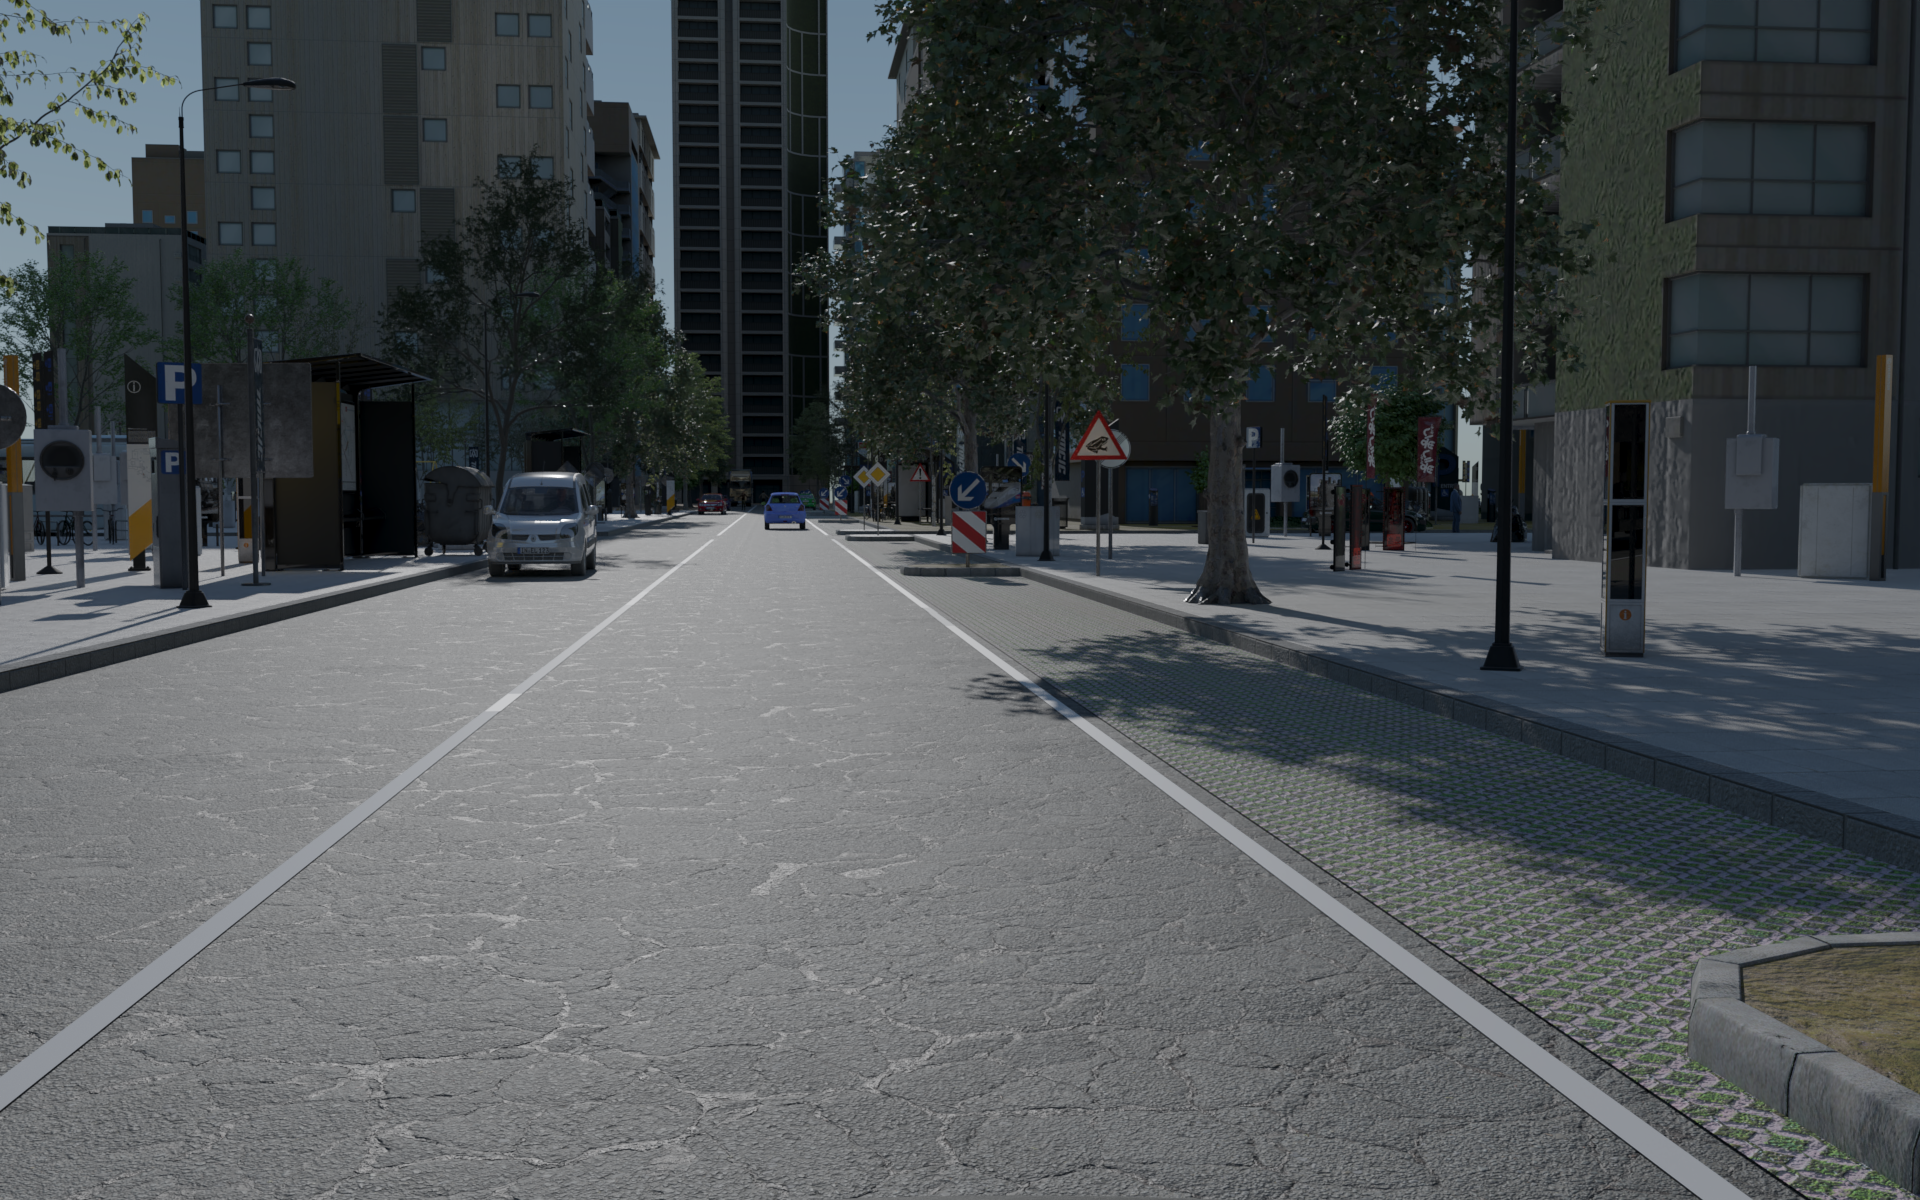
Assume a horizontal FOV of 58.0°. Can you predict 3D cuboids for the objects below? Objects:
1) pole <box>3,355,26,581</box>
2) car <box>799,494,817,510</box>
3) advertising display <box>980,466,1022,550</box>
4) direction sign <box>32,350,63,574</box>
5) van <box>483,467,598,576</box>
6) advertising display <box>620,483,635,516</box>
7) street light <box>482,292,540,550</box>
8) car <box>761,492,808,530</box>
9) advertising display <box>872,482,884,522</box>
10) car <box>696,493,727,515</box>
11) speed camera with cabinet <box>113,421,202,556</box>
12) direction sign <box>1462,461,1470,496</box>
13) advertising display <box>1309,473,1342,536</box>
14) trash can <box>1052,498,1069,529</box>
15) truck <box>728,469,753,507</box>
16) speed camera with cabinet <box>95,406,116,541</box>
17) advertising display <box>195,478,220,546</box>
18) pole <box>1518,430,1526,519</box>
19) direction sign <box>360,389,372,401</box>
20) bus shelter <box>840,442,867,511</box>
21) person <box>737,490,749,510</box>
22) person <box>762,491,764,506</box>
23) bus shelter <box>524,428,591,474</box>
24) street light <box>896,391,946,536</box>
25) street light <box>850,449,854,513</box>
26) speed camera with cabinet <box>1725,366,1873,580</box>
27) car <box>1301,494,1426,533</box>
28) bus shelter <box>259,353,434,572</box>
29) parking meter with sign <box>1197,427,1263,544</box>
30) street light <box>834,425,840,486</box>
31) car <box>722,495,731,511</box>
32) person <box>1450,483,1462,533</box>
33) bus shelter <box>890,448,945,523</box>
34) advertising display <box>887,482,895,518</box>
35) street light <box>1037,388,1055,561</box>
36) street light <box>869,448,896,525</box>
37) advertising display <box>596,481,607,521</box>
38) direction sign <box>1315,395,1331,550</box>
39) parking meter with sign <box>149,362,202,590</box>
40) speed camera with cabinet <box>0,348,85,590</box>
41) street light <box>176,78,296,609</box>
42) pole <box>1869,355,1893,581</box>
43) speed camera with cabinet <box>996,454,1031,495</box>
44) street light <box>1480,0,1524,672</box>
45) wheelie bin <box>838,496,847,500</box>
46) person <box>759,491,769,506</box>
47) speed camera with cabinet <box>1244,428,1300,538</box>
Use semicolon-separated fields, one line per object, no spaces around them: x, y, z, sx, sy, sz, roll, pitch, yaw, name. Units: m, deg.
-13.939;-1.938;25.529;0.158;3.312;0.155;0;3;0;pole
-13.585;-8.788;152.483;1.959;1.807;4.718;0;4;-5;car
0.947;-2.119;39.863;0.974;1.923;0.123;-1;4;-9;advertising display
-14.614;-2.183;27.693;0.876;3.537;0.379;3;5;44;direction sign
-7.567;-1.499;31.526;2.013;2.044;4.112;0;4;-8;van
-19.176;-5.790;99.876;0.123;1.923;0.974;3;5;45;advertising display
-10.353;-4.122;39.928;1.470;5.913;1.316;0;4;-6;street light
-7.204;-3.763;71.122;1.945;1.707;3.694;0;4;-7;car
-3.829;-4.617;80.704;0.123;1.923;0.974;2;4;26;advertising display
-17.289;-6.842;120.902;2.155;1.783;4.494;0;4;-4;car
-16.717;-2.560;36.199;2.038;3.252;0.660;2;4;33;speed camera with cabinet
34.193;-7.650;117.072;0.876;3.537;0.379;-3;5;-41;direction sign
11.058;-2.889;52.451;0.974;1.923;0.123;0;4;7;advertising display
3.678;-3.196;63.906;0.748;1.137;0.748;0;3;0;trash can
-25.093;-12.815;198.433;2.839;4.237;11.283;0;4;-6;truck
-19.092;-2.779;39.773;0.660;3.252;2.038;3;5;44;speed camera with cabinet
-18.618;-2.270;42.331;0.974;1.923;0.123;-3;4;-39;advertising display
17.669;-3.708;54.462;0.158;3.312;0.155;0;3;0;pole
-12.318;-2.678;35.777;0.379;3.537;0.876;-3;5;-43;direction sign
-7.900;-9.340;130.344;2.179;5.291;8.768;0;4;-6;bus shelter
-19.032;-8.736;151.851;1.217;1.766;0.721;2;4;24;person
-24.052;-12.453;212.066;0.705;1.831;1.348;-1;4;-15;person
-14.878;-4.466;64.296;1.731;3.624;6.357;0;4;-6;bus shelter
-1.116;-4.952;53.508;1.470;5.913;1.316;0;4;-6;street light
-5.297;-7.378;93.179;1.470;5.913;1.316;0;4;-6;street light
12.913;-1.973;26.596;2.038;3.252;0.660;2;4;34;speed camera with cabinet
13.782;-3.023;59.217;4.222;1.686;2.009;0;4;-5;car
-11.120;-2.478;31.797;1.731;3.624;6.357;0;4;-6;bus shelter
6.939;-2.960;44.650;1.738;3.016;0.543;-2;4;-31;parking meter with sign
-7.680;-8.689;114.611;1.470;5.913;1.316;0;4;-6;street light
-20.728;-8.390;149.750;1.945;1.354;3.894;0;4;-6;car
16.814;-3.058;58.672;0.419;1.800;0.721;0;4;1;person
-1.950;-5.156;78.231;2.014;3.302;5.546;0;4;-6;bus shelter
-3.611;-5.357;92.796;0.123;1.923;0.974;2;4;35;advertising display
1.120;-3.699;33.019;1.470;5.913;1.316;0;4;-6;street light
-3.169;-6.125;72.678;1.470;5.913;1.316;0;4;-6;street light
-17.168;-4.739;82.696;0.123;1.923;0.974;-3;5;-43;advertising display
8.387;-2.930;39.899;0.379;3.537;0.876;1;4;17;direction sign
-10.796;-1.680;23.734;0.543;3.016;1.738;-2;4;-33;parking meter with sign
-12.766;-1.765;23.186;2.038;3.252;0.660;-1;4;-23;speed camera with cabinet
-8.113;-2.868;19.439;1.470;5.913;1.316;0;4;-6;street light
13.549;-1.935;25.473;0.158;3.312;0.155;0;3;0;pole
2.475;-5.614;86.129;2.038;3.252;0.660;-1;4;-13;speed camera with cabinet
3.428;-2.441;12.452;1.470;5.913;1.316;0;4;-6;street light
-8.453;-7.136;124.582;0.693;1.594;0.980;-1;4;-9;wheelie bin
-23.376;-12.089;206.171;1.348;1.823;0.705;1;4;22;person
9.125;-3.500;51.557;2.038;3.252;0.660;-2;4;-25;speed camera with cabinet
